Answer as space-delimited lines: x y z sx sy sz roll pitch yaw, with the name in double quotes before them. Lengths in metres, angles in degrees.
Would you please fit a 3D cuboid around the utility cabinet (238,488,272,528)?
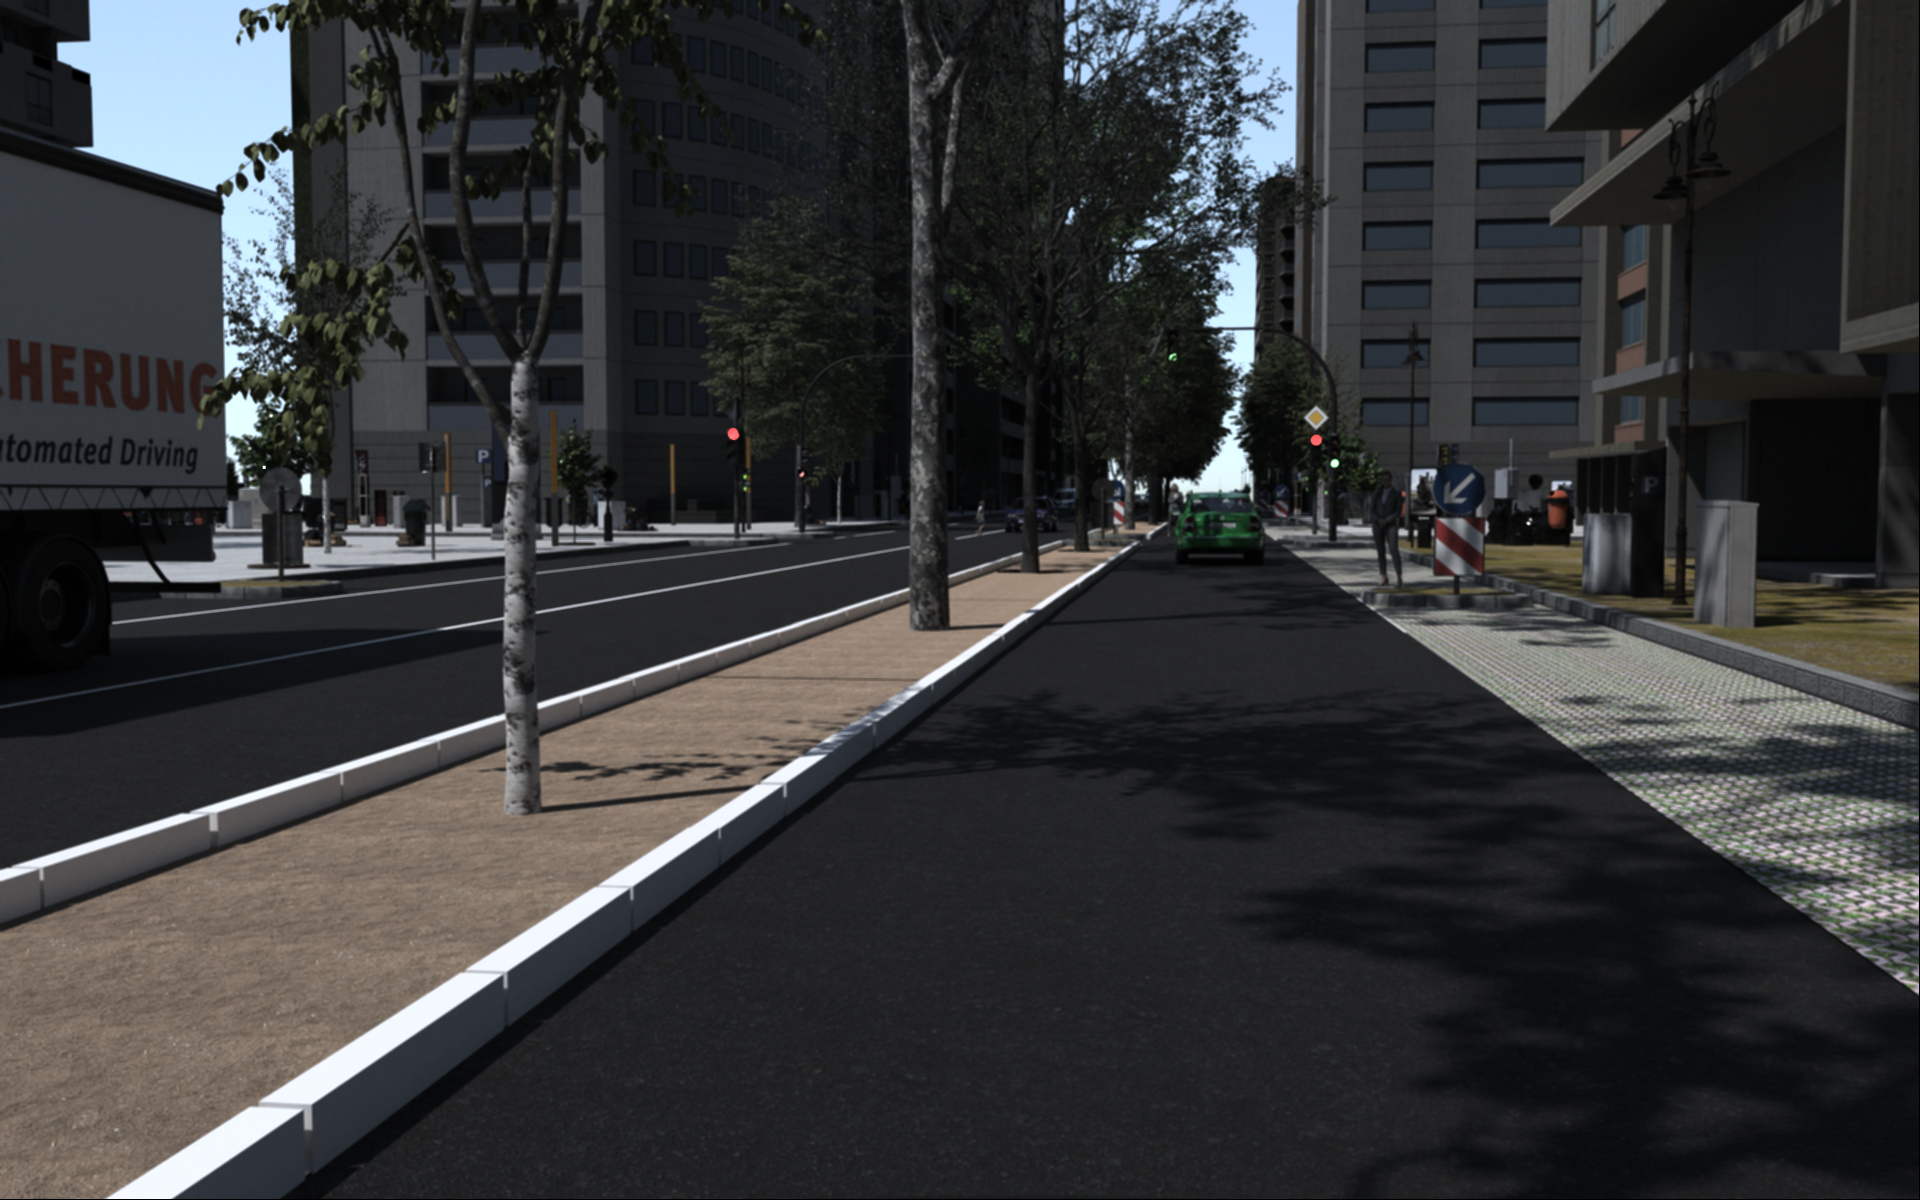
"utility cabinet" -26.570 -3.464 65.310 1.173 1.500 0.318 0 4 7

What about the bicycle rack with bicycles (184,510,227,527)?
"bicycle rack with bicycles" -28.681 -3.331 67.839 2.925 0.926 2.852 3 5 41

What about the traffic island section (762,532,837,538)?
"traffic island section" -5.245 -2.144 57.339 2.009 0.180 2.903 1 4 8

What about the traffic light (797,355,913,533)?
"traffic light" -3.124 -5.032 56.935 4.771 5.953 1.251 1 4 8

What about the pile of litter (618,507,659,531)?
"pile of litter" -11.262 -2.813 59.961 1.719 0.858 1.176 2 4 31

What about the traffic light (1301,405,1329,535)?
"traffic light" 11.238 -4.033 54.853 0.839 4.253 0.868 1 4 8

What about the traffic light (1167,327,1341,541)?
"traffic light" 8.015 -4.430 47.106 4.771 5.953 1.251 1 4 8

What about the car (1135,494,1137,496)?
"car" 20.382 -12.048 205.785 1.959 1.807 4.718 1 4 9

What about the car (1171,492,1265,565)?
"car" 5.449 -1.703 36.644 1.959 1.807 4.718 0 4 6

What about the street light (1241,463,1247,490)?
"street light" 43.023 -17.632 261.068 0.468 5.910 1.993 1 4 8

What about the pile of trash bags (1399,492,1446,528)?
"pile of trash bags" 17.133 -3.356 64.626 1.912 1.369 3.447 3 4 36

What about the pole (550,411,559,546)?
"pole" -9.933 -2.971 42.416 0.158 3.312 0.155 0 3 0

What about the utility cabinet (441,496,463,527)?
"utility cabinet" -19.932 -3.472 67.922 1.020 1.237 0.306 3 5 39

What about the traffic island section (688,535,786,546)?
"traffic island section" -6.384 -1.661 49.435 2.009 0.180 2.903 1 4 8

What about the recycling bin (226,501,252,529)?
"recycling bin" -26.620 -3.144 63.951 0.722 1.027 0.722 -3 5 -40

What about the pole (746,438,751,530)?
"pole" -7.641 -4.205 62.598 0.158 3.312 0.155 0 3 0

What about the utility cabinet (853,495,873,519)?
"utility cabinet" -5.082 -4.883 91.006 1.020 1.237 0.306 -1 4 -19

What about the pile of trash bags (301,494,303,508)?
"pile of trash bags" -38.352 -5.768 104.054 3.447 1.369 1.912 -3 5 -42

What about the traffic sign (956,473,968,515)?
"traffic sign" 0.107 -6.482 106.080 0.768 2.556 0.104 1 4 15

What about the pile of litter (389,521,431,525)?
"pile of litter" -23.089 -3.579 72.484 1.719 0.858 1.176 0 4 -5

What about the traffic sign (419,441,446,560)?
"traffic sign" -10.271 -1.933 33.730 0.606 2.300 0.079 1 4 18

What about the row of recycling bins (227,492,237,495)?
"row of recycling bins" -47.526 -6.570 114.528 1.069 1.692 3.534 2 4 28

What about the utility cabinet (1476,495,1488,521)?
"utility cabinet" 25.215 -4.438 83.729 0.306 1.237 1.020 2 4 31

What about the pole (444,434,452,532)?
"pole" -17.393 -3.977 58.865 0.158 3.312 0.155 0 3 0

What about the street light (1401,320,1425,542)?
"street light" 12.080 -4.496 46.298 0.468 5.910 1.993 1 4 8

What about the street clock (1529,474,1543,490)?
"street clock" 21.272 -3.637 64.028 0.358 2.002 0.471 -2 4 -34

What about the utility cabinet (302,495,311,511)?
"utility cabinet" -34.188 -4.910 91.446 1.020 1.237 0.306 1 4 18

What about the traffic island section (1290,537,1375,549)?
"traffic island section" 10.137 -1.515 47.058 2.009 0.180 2.903 1 4 8

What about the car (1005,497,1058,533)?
"car" 2.723 -3.254 65.789 1.945 1.354 3.894 1 4 9

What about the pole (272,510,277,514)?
"pole" -26.287 -4.434 66.340 0.158 3.312 0.155 0 3 0

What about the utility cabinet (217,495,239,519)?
"utility cabinet" -37.214 -4.703 88.056 1.020 1.237 0.306 0 4 5

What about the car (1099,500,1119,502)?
"car" 15.400 -10.170 178.634 2.083 1.381 4.827 1 4 10

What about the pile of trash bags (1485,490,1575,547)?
"pile of trash bags" 14.398 -2.047 43.225 1.912 1.369 3.447 0 4 -2

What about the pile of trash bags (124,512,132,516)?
"pile of trash bags" -53.017 -6.246 111.871 3.447 1.369 1.912 -1 4 -21

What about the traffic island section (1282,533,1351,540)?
"traffic island section" 11.276 -1.999 54.962 2.009 0.180 2.903 1 4 8

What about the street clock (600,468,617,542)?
"street clock" -9.483 -2.574 46.657 0.471 2.002 0.358 1 4 9

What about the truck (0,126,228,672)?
"truck" -8.805 -1.339 10.805 2.839 4.237 11.283 0 4 8

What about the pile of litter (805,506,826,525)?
"pile of litter" -6.238 -3.594 72.720 1.176 0.858 1.719 -1 4 -17

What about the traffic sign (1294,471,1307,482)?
"traffic sign" 18.956 -5.888 96.369 0.768 2.556 0.104 1 4 12

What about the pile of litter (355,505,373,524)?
"pile of litter" -25.454 -3.606 72.917 1.176 0.858 1.719 3 4 39

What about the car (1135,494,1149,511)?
"car" 15.748 -8.490 149.037 2.015 1.641 3.980 1 4 10

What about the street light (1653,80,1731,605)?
"street light" 8.360 -2.884 19.937 0.468 5.910 1.993 1 4 8

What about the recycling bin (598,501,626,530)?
"recycling bin" -12.429 -3.014 61.832 0.722 1.027 0.722 3 4 37

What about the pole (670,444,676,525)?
"pole" -11.797 -4.733 71.228 0.158 3.312 0.155 0 3 0

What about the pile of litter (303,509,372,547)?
"pile of litter" -15.573 -1.739 42.395 1.719 0.858 1.176 1 4 15

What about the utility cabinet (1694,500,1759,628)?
"utility cabinet" 7.560 -0.363 17.098 0.306 1.237 1.020 0 4 7

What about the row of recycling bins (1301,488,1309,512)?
"row of recycling bins" 24.900 -7.236 125.413 1.069 1.692 3.534 1 4 9

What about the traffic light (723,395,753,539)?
"traffic light" -6.346 -3.693 49.295 0.839 4.253 0.868 1 4 8

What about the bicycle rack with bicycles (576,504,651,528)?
"bicycle rack with bicycles" -13.122 -3.215 65.955 2.925 0.926 2.852 -1 4 -16

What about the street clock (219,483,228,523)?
"street clock" -32.682 -4.410 76.666 0.471 2.002 0.358 -3 4 -39

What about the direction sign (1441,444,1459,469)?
"direction sign" 22.283 -5.313 78.858 0.379 3.537 0.876 -3 5 -41

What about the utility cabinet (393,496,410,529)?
"utility cabinet" -20.904 -3.286 64.893 0.306 1.237 1.020 0 4 2
